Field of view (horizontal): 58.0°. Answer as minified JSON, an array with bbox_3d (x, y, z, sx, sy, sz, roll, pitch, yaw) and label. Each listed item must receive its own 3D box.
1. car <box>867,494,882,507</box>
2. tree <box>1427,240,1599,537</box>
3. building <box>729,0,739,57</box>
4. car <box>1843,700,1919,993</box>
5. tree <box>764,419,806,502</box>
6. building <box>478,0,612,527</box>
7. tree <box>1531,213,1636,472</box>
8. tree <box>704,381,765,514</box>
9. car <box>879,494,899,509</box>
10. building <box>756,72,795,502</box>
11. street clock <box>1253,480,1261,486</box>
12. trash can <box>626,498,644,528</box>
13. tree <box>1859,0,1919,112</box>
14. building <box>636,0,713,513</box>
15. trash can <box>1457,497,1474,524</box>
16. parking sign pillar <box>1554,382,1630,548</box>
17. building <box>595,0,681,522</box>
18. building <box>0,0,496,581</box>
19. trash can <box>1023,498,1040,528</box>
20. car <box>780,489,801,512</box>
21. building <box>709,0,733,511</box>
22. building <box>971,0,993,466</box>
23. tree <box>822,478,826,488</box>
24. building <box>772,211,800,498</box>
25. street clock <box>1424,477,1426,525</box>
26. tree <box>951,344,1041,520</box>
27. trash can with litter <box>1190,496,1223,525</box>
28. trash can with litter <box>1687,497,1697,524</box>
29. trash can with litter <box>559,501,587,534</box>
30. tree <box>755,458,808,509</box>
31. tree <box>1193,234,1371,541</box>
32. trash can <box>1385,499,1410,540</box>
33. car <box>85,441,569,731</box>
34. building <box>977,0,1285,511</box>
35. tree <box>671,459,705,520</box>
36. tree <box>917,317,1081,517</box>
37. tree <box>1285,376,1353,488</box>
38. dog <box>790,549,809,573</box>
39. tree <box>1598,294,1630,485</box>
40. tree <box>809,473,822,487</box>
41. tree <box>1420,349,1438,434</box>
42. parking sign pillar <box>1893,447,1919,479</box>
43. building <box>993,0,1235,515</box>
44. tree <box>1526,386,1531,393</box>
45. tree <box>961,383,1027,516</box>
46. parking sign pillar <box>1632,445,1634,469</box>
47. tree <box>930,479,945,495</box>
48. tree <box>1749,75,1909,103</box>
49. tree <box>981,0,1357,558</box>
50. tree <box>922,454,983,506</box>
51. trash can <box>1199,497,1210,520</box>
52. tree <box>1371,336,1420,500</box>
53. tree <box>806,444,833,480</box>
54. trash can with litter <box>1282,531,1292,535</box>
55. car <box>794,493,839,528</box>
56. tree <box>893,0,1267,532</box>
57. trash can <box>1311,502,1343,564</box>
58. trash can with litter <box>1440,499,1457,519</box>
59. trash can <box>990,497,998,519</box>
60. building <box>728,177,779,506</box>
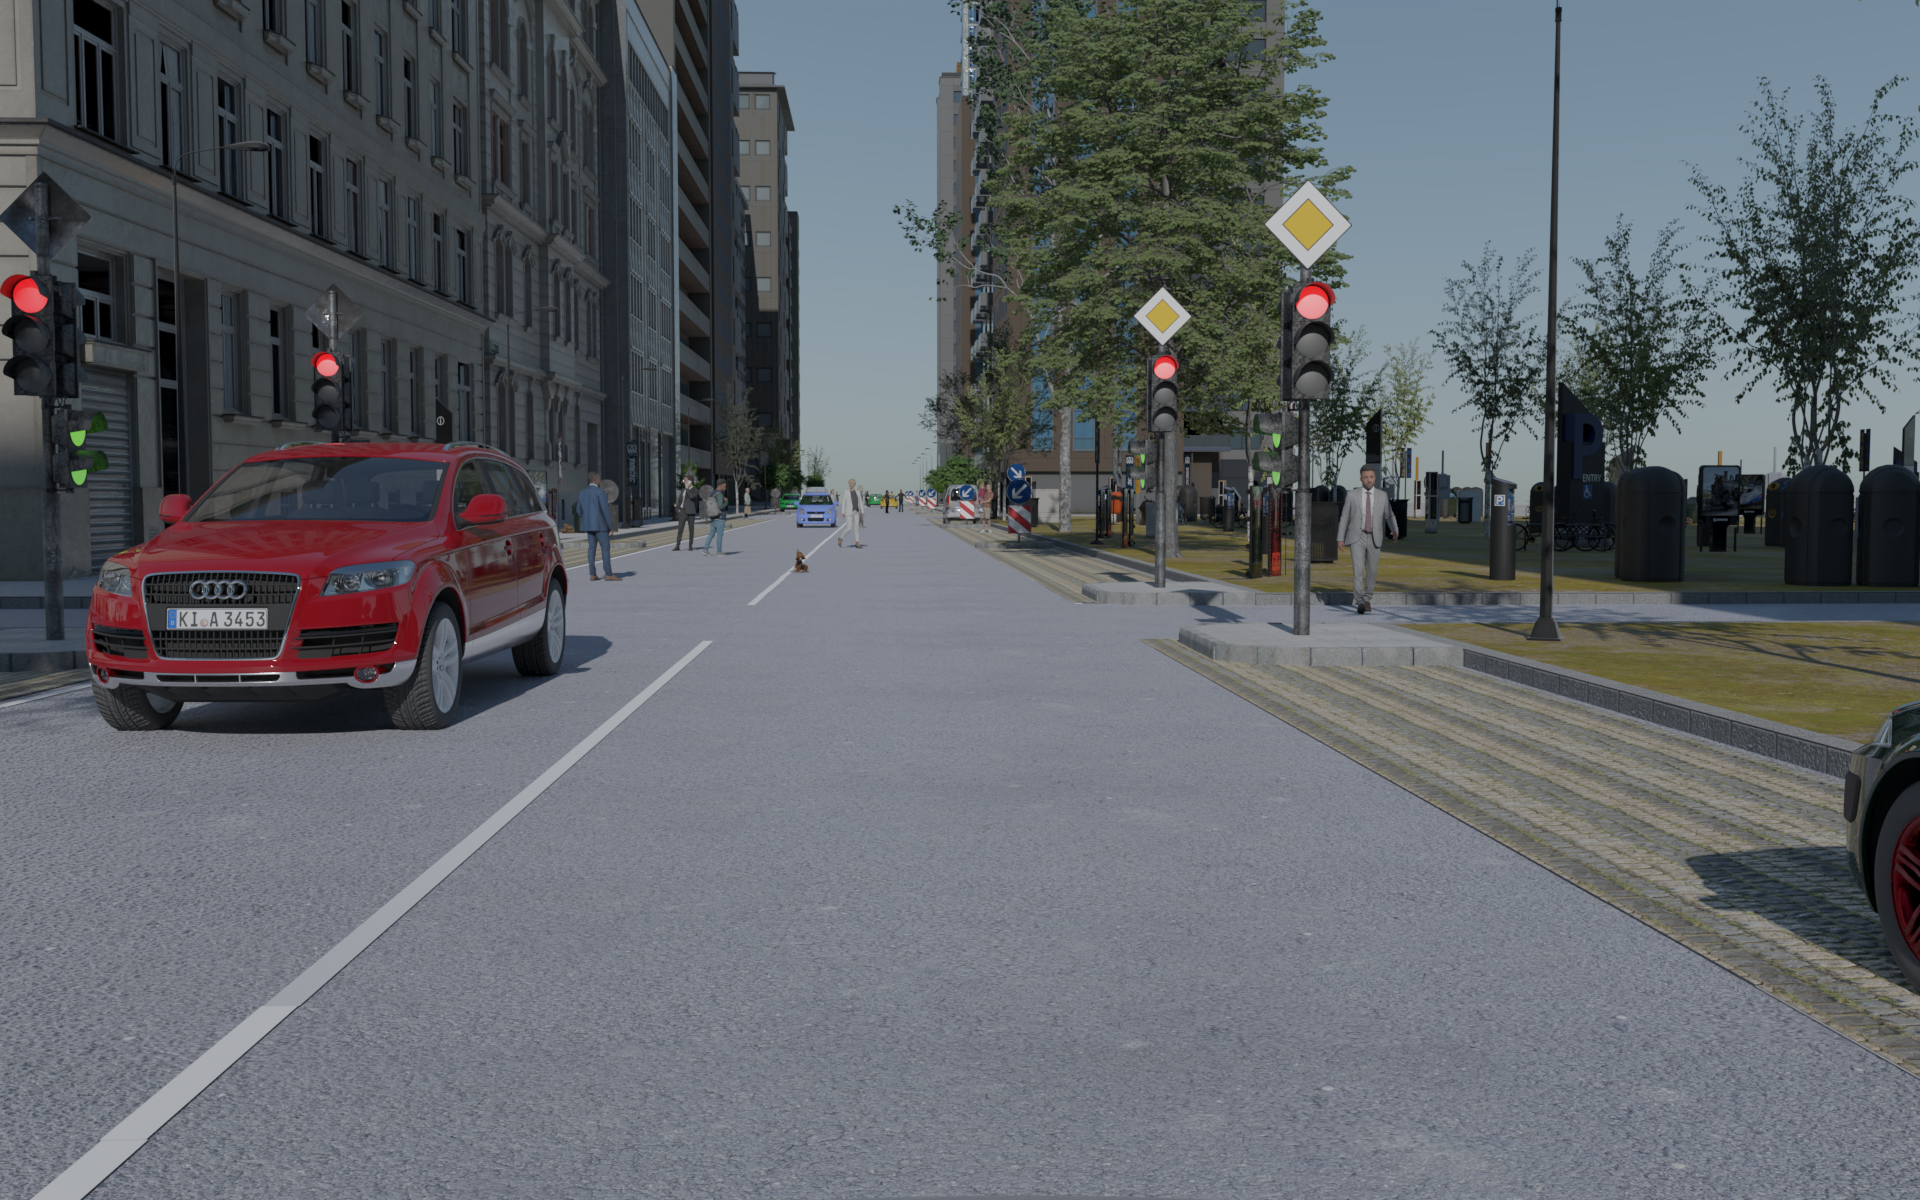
[{"bbox_3d":[-9.249,-11.121,190.625,1.959,1.807,4.718,0,4,-4],"label":"car"},{"bbox_3d":[15.891,-6.166,51.170,4.360,8.622,3.978,0,3,0],"label":"tree"},{"bbox_3d":[-32.902,-34.079,146.430,28.713,52.752,27.495,0,4,-3],"label":"building"},{"bbox_3d":[3.602,0.377,3.618,2.009,1.686,4.222,0,4,-2],"label":"car"},{"bbox_3d":[-17.364,-13.359,168.786,4.737,8.622,4.395,0,3,0],"label":"tree"},{"bbox_3d":[-21.700,-17.025,65.752,14.401,28.519,23.554,0,4,-3],"label":"building"},{"bbox_3d":[18.086,-5.858,46.137,4.737,8.622,4.395,0,3,0],"label":"tree"},{"bbox_3d":[-14.447,-9.883,111.947,4.360,8.622,3.978,0,3,0],"label":"tree"},{"bbox_3d":[-6.901,-9.676,168.418,2.015,1.641,3.980,0,4,-3],"label":"car"},{"bbox_3d":[-35.856,-38.614,220.578,28.713,52.752,27.495,0,4,-3],"label":"building"},{"bbox_3d":[15.442,-5.258,90.542,0.471,2.002,0.358,3,5,41],"label":"street clock"},{"bbox_3d":[-12.341,-3.302,65.641,0.748,1.137,0.748,0,3,0],"label":"trash can"},{"bbox_3d":[6.539,-3.636,9.810,4.737,8.622,4.395,0,3,0],"label":"tree"},{"bbox_3d":[-27.262,-29.598,107.631,21.300,48.544,21.600,0,4,-3],"label":"building"},{"bbox_3d":[21.890,-3.877,75.035,0.748,1.137,0.748,0,3,0],"label":"trash can"},{"bbox_3d":[15.046,-3.272,41.968,1.447,3.967,1.447,-2,4,-33],"label":"parking sign pillar"},{"bbox_3d":[-21.444,-16.499,87.774,12.078,24.808,19.932,0,4,-3],"label":"building"},{"bbox_3d":[-21.287,-12.562,38.670,16.112,22.955,30.059,0,4,-3],"label":"building"},{"bbox_3d":[2.712,-3.360,66.586,0.748,1.137,0.748,0,3,0],"label":"trash can"},{"bbox_3d":[-13.371,-7.876,137.569,1.959,1.807,4.718,0,4,-2],"label":"car"},{"bbox_3d":[-24.236,-29.120,126.224,14.600,45.320,14.200,0,4,-3],"label":"building"},{"bbox_3d":[12.497,-32.883,157.249,23.786,49.044,30.456,0,4,-3],"label":"building"},{"bbox_3d":[-20.815,-16.182,248.295,4.285,4.588,4.351,0,3,0],"label":"tree"},{"bbox_3d":[-29.826,-34.219,243.082,14.154,41.232,14.086,0,4,-3],"label":"building"},{"bbox_3d":[19.498,-4.137,72.206,0.358,2.002,0.471,0,4,-1],"label":"street clock"},{"bbox_3d":[1.962,-8.176,84.048,4.737,8.622,4.395,0,3,0],"label":"tree"},{"bbox_3d":[10.697,-3.797,73.139,1.678,1.210,2.233,-1,4,-14],"label":"trash can with litter"},{"bbox_3d":[31.205,-3.822,73.871,0.624,1.170,1.055,3,5,39],"label":"trash can with litter"},{"bbox_3d":[-12.527,-2.764,56.575,0.624,1.170,1.055,3,4,38],"label":"trash can with litter"},{"bbox_3d":[-16.675,-10.438,154.380,4.285,4.588,4.351,0,3,0],"label":"tree"},{"bbox_3d":[8.142,-5.905,46.905,4.737,8.622,4.395,0,3,0],"label":"tree"},{"bbox_3d":[12.349,-2.286,49.025,0.748,1.137,0.748,0,3,0],"label":"trash can"},{"bbox_3d":[-4.169,-0.215,12.194,2.281,1.827,5.304,0,4,-1],"label":"car"},{"bbox_3d":[12.030,-42.346,130.609,20.563,71.187,20.611,0,4,-3],"label":"building"},{"bbox_3d":[-13.478,-5.658,87.110,1.663,3.219,1.824,0,3,0],"label":"tree"},{"bbox_3d":[1.914,-9.640,92.032,8.767,10.594,7.601,-1,4,-13],"label":"tree"},{"bbox_3d":[19.862,-8.877,95.505,4.360,8.622,3.978,0,3,0],"label":"tree"},{"bbox_3d":[-3.001,-0.709,31.781,0.550,0.427,0.748,2,4,26],"label":"dog"},{"bbox_3d":[23.839,-6.809,61.692,4.360,8.622,3.978,0,3,0],"label":"tree"},{"bbox_3d":[-17.984,-12.377,186.076,4.285,4.588,4.351,0,3,0],"label":"tree"},{"bbox_3d":[20.561,-8.022,81.519,4.737,8.622,4.395,0,3,0],"label":"tree"},{"bbox_3d":[53.634,-6.713,98.223,1.447,3.967,1.447,0,4,4],"label":"parking sign pillar"},{"bbox_3d":[9.527,-28.366,113.893,14.600,45.320,14.200,0,4,-3],"label":"building"},{"bbox_3d":[25.922,-7.443,72.062,4.737,8.622,4.395,0,3,0],"label":"tree"},{"bbox_3d":[2.056,-9.325,102.829,4.360,8.622,3.978,0,3,0],"label":"tree"},{"bbox_3d":[36.309,-6.524,95.141,1.447,3.967,1.447,1,4,22],"label":"parking sign pillar"},{"bbox_3d":[-2.092,-11.681,185.585,1.663,3.219,1.824,0,3,0],"label":"tree"},{"bbox_3d":[14.645,-4.856,29.763,4.360,8.622,3.978,0,3,0],"label":"tree"},{"bbox_3d":[4.100,-7.108,34.350,7.486,12.596,7.792,0,3,0],"label":"tree"},{"bbox_3d":[0.039,-8.784,127.325,4.285,4.588,4.351,0,3,0],"label":"tree"},{"bbox_3d":[12.203,-4.540,85.884,0.748,1.137,0.748,0,3,0],"label":"trash can"},{"bbox_3d":[16.195,-7.546,73.736,4.737,8.622,4.395,0,3,0],"label":"tree"},{"bbox_3d":[-21.270,-18.784,257.476,4.360,8.622,3.978,0,3,0],"label":"tree"},{"bbox_3d":[9.809,-2.633,54.107,1.678,1.210,2.233,1,4,14],"label":"trash can with litter"},{"bbox_3d":[-6.196,-3.990,74.833,1.945,1.707,3.694,0,4,-4],"label":"car"},{"bbox_3d":[4.105,-12.450,59.443,12.611,20.169,13.585,0,3,0],"label":"tree"},{"bbox_3d":[6.677,-1.243,31.984,0.748,1.137,0.748,0,3,0],"label":"trash can"},{"bbox_3d":[25.458,-4.821,89.887,2.233,1.210,1.678,2,4,30],"label":"trash can with litter"},{"bbox_3d":[1.638,-4.758,89.441,0.748,1.137,0.748,0,3,0],"label":"trash can"},{"bbox_3d":[-36.924,-30.761,194.821,32.217,40.220,23.993,0,4,-3],"label":"building"}]
